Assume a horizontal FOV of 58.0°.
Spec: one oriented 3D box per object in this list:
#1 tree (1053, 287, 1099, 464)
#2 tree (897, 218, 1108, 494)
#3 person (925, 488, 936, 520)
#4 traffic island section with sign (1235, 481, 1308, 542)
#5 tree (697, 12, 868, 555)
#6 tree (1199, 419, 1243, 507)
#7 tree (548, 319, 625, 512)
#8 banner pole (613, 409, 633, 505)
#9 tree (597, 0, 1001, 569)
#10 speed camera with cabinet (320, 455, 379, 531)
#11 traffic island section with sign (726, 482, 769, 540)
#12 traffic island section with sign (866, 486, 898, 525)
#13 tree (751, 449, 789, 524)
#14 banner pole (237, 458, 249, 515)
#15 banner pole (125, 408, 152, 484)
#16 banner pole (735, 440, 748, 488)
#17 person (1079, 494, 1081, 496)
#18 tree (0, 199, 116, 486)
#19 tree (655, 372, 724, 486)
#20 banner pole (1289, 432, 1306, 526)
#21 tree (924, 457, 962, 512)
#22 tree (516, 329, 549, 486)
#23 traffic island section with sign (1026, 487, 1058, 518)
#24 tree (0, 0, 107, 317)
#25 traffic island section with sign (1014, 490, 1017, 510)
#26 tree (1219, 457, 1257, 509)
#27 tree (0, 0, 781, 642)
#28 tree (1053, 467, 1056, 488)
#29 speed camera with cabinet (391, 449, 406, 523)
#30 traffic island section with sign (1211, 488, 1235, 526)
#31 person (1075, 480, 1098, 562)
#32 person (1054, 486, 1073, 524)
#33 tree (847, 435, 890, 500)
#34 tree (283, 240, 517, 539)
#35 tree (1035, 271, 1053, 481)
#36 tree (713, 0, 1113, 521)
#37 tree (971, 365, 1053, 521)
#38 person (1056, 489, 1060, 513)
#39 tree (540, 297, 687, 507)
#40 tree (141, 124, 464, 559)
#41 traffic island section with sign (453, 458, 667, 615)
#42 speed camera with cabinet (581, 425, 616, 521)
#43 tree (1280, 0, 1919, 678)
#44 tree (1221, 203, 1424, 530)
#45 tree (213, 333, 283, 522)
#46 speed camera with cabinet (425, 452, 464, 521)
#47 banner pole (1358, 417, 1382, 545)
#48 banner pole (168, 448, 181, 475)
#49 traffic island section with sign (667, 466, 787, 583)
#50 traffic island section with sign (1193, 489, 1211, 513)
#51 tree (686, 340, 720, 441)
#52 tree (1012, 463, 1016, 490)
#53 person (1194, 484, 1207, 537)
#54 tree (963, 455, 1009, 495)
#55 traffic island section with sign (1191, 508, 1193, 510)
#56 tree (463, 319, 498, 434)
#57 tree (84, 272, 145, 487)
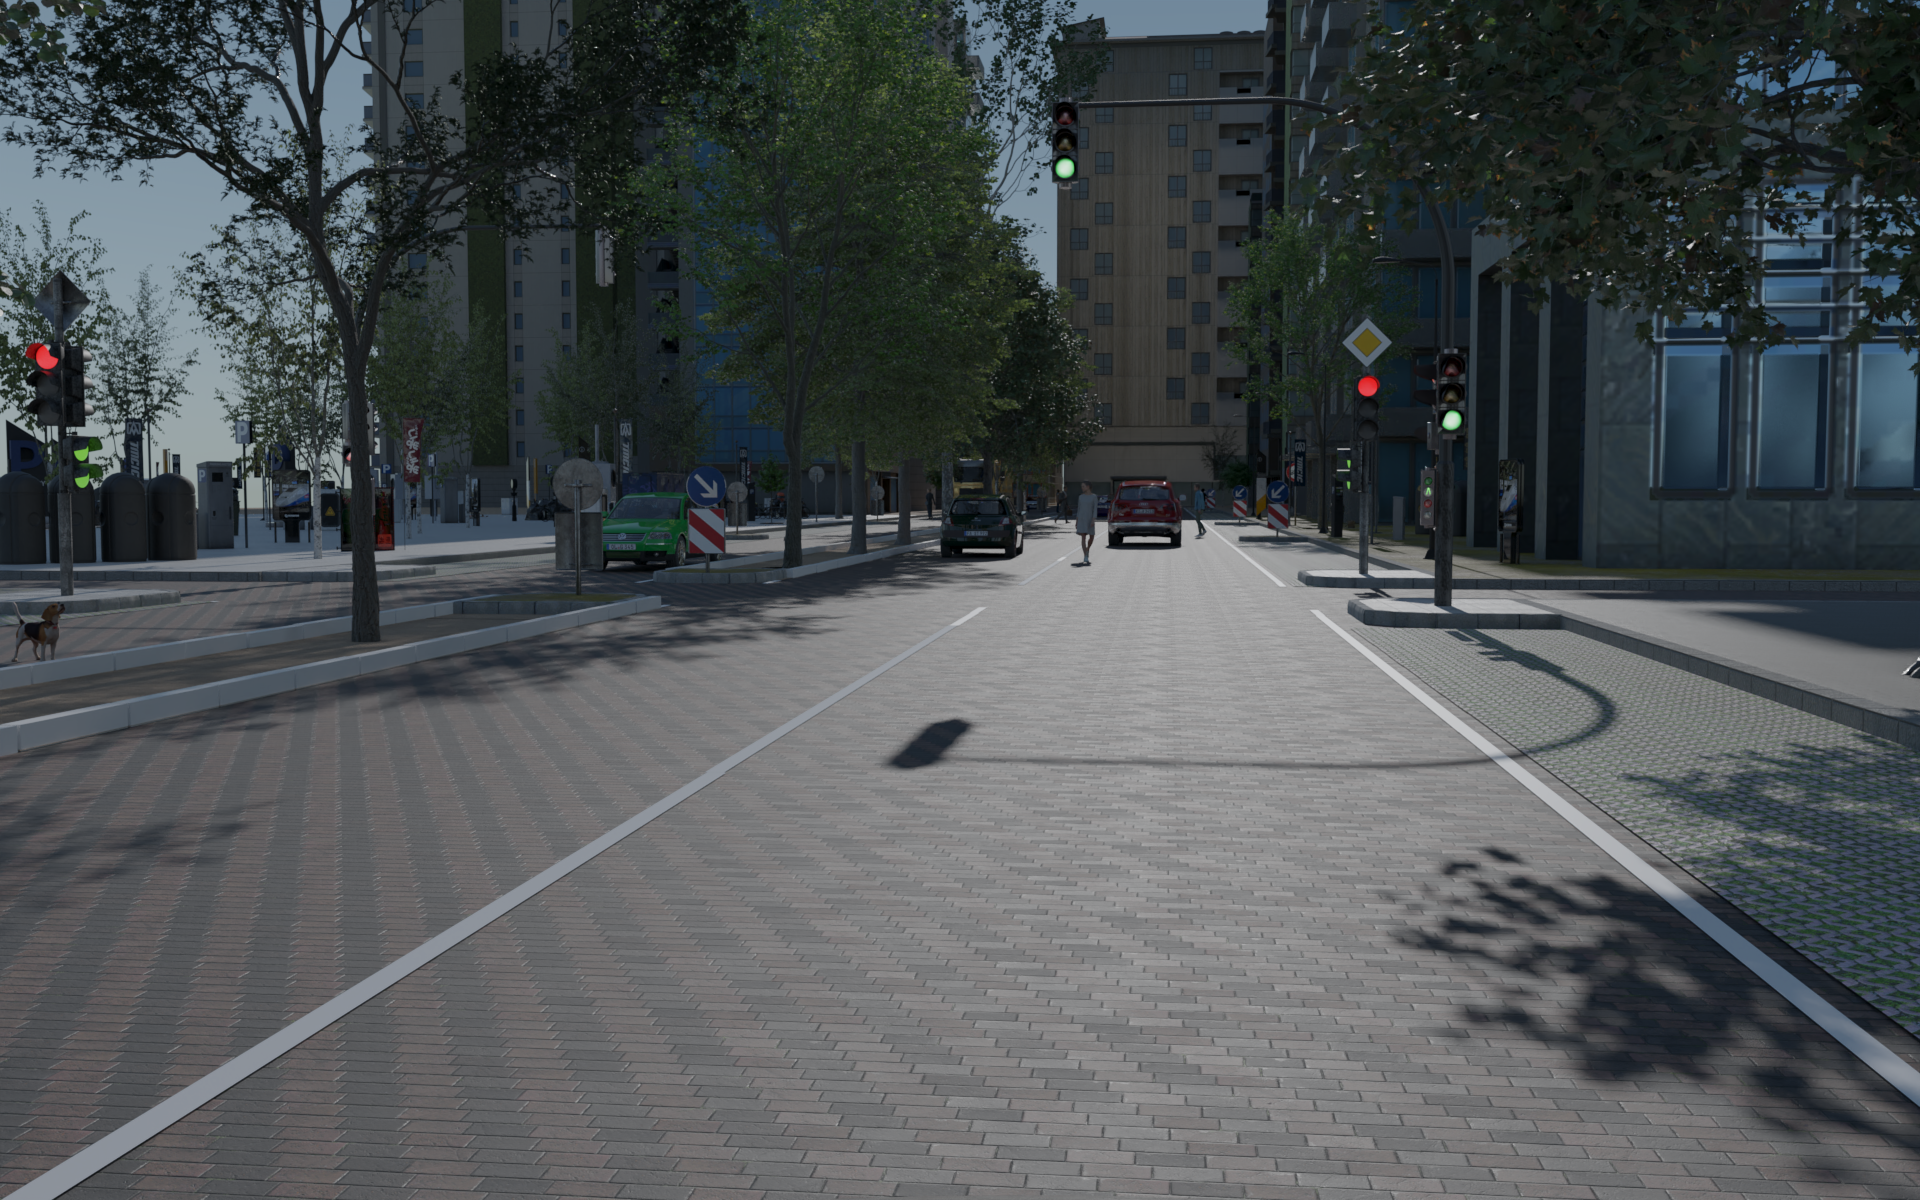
[{"bbox_3d":[2.861,-10.020,84.416,7.486,12.596,7.792,0,3,0],"label":"tree"},{"bbox_3d":[1.141,-9.252,70.730,9.611,12.733,9.660,0,3,0],"label":"tree"},{"bbox_3d":[-1.664,-5.429,97.690,0.534,1.772,0.576,2,4,27],"label":"person"},{"bbox_3d":[9.433,-2.669,52.264,1.989,1.847,2.006,0,4,7],"label":"traffic island section with sign"},{"bbox_3d":[-2.459,-7.369,41.062,7.486,12.596,7.792,0,3,0],"label":"tree"},{"bbox_3d":[25.349,-13.338,168.443,4.360,8.622,3.978,0,3,0],"label":"tree"},{"bbox_3d":[-16.288,-7.529,73.463,4.737,8.622,4.395,0,3,0],"label":"tree"},{"bbox_3d":[-9.921,-3.719,50.829,0.863,3.779,0.401,2,4,27],"label":"banner pole"},{"bbox_3d":[-3.073,-6.367,32.311,9.928,11.665,9.643,0,3,0],"label":"tree"},{"bbox_3d":[-21.503,-4.066,60.821,2.038,3.252,0.660,-1,4,-10],"label":"speed camera with cabinet"},{"bbox_3d":[-7.095,-2.808,54.543,1.989,1.847,2.006,0,4,7],"label":"traffic island section with sign"},{"bbox_3d":[-3.895,-4.445,81.308,1.989,1.847,2.006,0,4,7],"label":"traffic island section with sign"},{"bbox_3d":[-8.198,-4.870,74.229,1.663,3.219,1.824,0,3,0],"label":"tree"},{"bbox_3d":[-43.961,-7.094,105.995,0.401,3.779,0.863,1,4,19],"label":"banner pole"},{"bbox_3d":[-23.782,-3.687,50.307,0.863,3.779,0.401,-2,4,-30],"label":"banner pole"},{"bbox_3d":[-10.202,-5.541,80.604,0.863,3.779,0.401,-3,5,-44],"label":"banner pole"},{"bbox_3d":[10.117,-8.166,145.278,0.557,1.426,1.065,1,4,17],"label":"person"},{"bbox_3d":[-22.650,-5.638,42.543,4.737,8.622,4.395,0,3,0],"label":"tree"},{"bbox_3d":[-16.155,-9.333,102.949,4.737,8.622,4.395,0,3,0],"label":"tree"},{"bbox_3d":[13.470,-4.859,69.469,0.863,3.779,0.401,0,4,3],"label":"banner pole"},{"bbox_3d":[-0.938,-8.673,125.514,4.285,4.588,4.351,0,3,0],"label":"tree"},{"bbox_3d":[-18.672,-7.050,65.625,4.737,8.622,4.395,0,3,0],"label":"tree"},{"bbox_3d":[4.845,-5.824,103.363,2.006,1.907,1.989,0,4,7],"label":"traffic island section with sign"},{"bbox_3d":[-6.935,-5.954,6.459,9.857,13.997,8.962,0,3,0],"label":"tree"},{"bbox_3d":[5.269,-9.149,158.215,1.989,1.847,2.006,0,4,7],"label":"traffic island section with sign"},{"bbox_3d":[24.350,-10.284,151.859,4.285,4.588,4.351,0,3,0],"label":"tree"},{"bbox_3d":[-5.683,-4.888,16.786,8.767,10.594,7.601,0,4,7],"label":"tree"},{"bbox_3d":[3.414,-8.434,90.714,4.737,8.622,4.395,0,3,0],"label":"tree"},{"bbox_3d":[-25.261,-5.077,77.348,0.660,3.252,2.038,-2,4,-34],"label":"speed camera with cabinet"},{"bbox_3d":[12.627,-4.306,79.030,1.989,1.847,2.006,0,4,7],"label":"traffic island section with sign"},{"bbox_3d":[2.685,-1.693,36.930,0.466,1.731,0.760,0,4,-6],"label":"person"},{"bbox_3d":[5.026,-4.635,84.243,0.822,1.834,0.622,1,4,21],"label":"person"},{"bbox_3d":[-4.941,-9.245,101.523,4.360,8.622,3.978,0,3,0],"label":"tree"},{"bbox_3d":[-16.017,-6.059,49.431,4.737,8.622,4.395,0,3,0],"label":"tree"},{"bbox_3d":[-1.628,-7.829,48.588,7.486,12.596,7.792,0,3,0],"label":"tree"},{"bbox_3d":[-1.535,-12.306,59.551,12.611,20.169,13.585,0,3,0],"label":"tree"},{"bbox_3d":[1.718,-7.682,78.428,4.737,8.622,4.395,0,3,0],"label":"tree"},{"bbox_3d":[7.547,-7.600,132.846,0.705,1.814,1.350,0,4,-1],"label":"person"},{"bbox_3d":[-13.072,-6.972,64.353,4.360,8.622,3.978,0,3,0],"label":"tree"},{"bbox_3d":[-12.948,-5.129,34.216,4.360,8.622,3.978,0,3,0],"label":"tree"},{"bbox_3d":[-4.922,-0.811,21.395,2.006,1.907,1.989,0,4,7],"label":"traffic island section with sign"},{"bbox_3d":[-10.162,-3.326,48.716,0.660,3.252,2.038,0,4,1],"label":"speed camera with cabinet"},{"bbox_3d":[7.021,-5.790,11.676,9.611,12.733,9.660,0,3,0],"label":"tree"},{"bbox_3d":[13.020,-8.365,62.527,9.928,11.665,9.643,0,3,0],"label":"tree"},{"bbox_3d":[-31.761,-7.869,79.028,4.737,8.622,4.395,0,3,0],"label":"tree"},{"bbox_3d":[-24.605,-5.399,82.608,0.660,3.252,2.038,2,4,26],"label":"speed camera with cabinet"},{"bbox_3d":[10.407,-3.318,44.272,0.401,3.779,0.863,-2,4,-25],"label":"banner pole"},{"bbox_3d":[-43.095,-6.418,94.959,0.401,3.779,0.863,3,4,38],"label":"banner pole"},{"bbox_3d":[-4.036,-1.261,28.749,2.006,1.907,1.989,0,4,7],"label":"traffic island section with sign"},{"bbox_3d":[18.566,-7.358,128.936,1.989,1.847,2.006,0,4,7],"label":"traffic island section with sign"},{"bbox_3d":[-13.310,-7.928,79.978,4.360,8.622,3.978,0,3,0],"label":"tree"},{"bbox_3d":[3.871,-13.182,165.882,4.360,8.622,3.978,0,3,0],"label":"tree"},{"bbox_3d":[8.037,-3.005,57.977,0.444,1.785,0.601,2,4,31],"label":"person"},{"bbox_3d":[1.268,-12.271,150.988,4.360,8.622,3.978,0,3,0],"label":"tree"},{"bbox_3d":[21.752,-8.995,155.703,1.989,1.847,2.006,0,4,7],"label":"traffic island section with sign"},{"bbox_3d":[-17.453,-6.480,56.304,4.360,8.622,3.978,0,3,0],"label":"tree"},{"bbox_3d":[-26.723,-6.453,55.876,4.360,8.622,3.978,0,3,0],"label":"tree"}]
